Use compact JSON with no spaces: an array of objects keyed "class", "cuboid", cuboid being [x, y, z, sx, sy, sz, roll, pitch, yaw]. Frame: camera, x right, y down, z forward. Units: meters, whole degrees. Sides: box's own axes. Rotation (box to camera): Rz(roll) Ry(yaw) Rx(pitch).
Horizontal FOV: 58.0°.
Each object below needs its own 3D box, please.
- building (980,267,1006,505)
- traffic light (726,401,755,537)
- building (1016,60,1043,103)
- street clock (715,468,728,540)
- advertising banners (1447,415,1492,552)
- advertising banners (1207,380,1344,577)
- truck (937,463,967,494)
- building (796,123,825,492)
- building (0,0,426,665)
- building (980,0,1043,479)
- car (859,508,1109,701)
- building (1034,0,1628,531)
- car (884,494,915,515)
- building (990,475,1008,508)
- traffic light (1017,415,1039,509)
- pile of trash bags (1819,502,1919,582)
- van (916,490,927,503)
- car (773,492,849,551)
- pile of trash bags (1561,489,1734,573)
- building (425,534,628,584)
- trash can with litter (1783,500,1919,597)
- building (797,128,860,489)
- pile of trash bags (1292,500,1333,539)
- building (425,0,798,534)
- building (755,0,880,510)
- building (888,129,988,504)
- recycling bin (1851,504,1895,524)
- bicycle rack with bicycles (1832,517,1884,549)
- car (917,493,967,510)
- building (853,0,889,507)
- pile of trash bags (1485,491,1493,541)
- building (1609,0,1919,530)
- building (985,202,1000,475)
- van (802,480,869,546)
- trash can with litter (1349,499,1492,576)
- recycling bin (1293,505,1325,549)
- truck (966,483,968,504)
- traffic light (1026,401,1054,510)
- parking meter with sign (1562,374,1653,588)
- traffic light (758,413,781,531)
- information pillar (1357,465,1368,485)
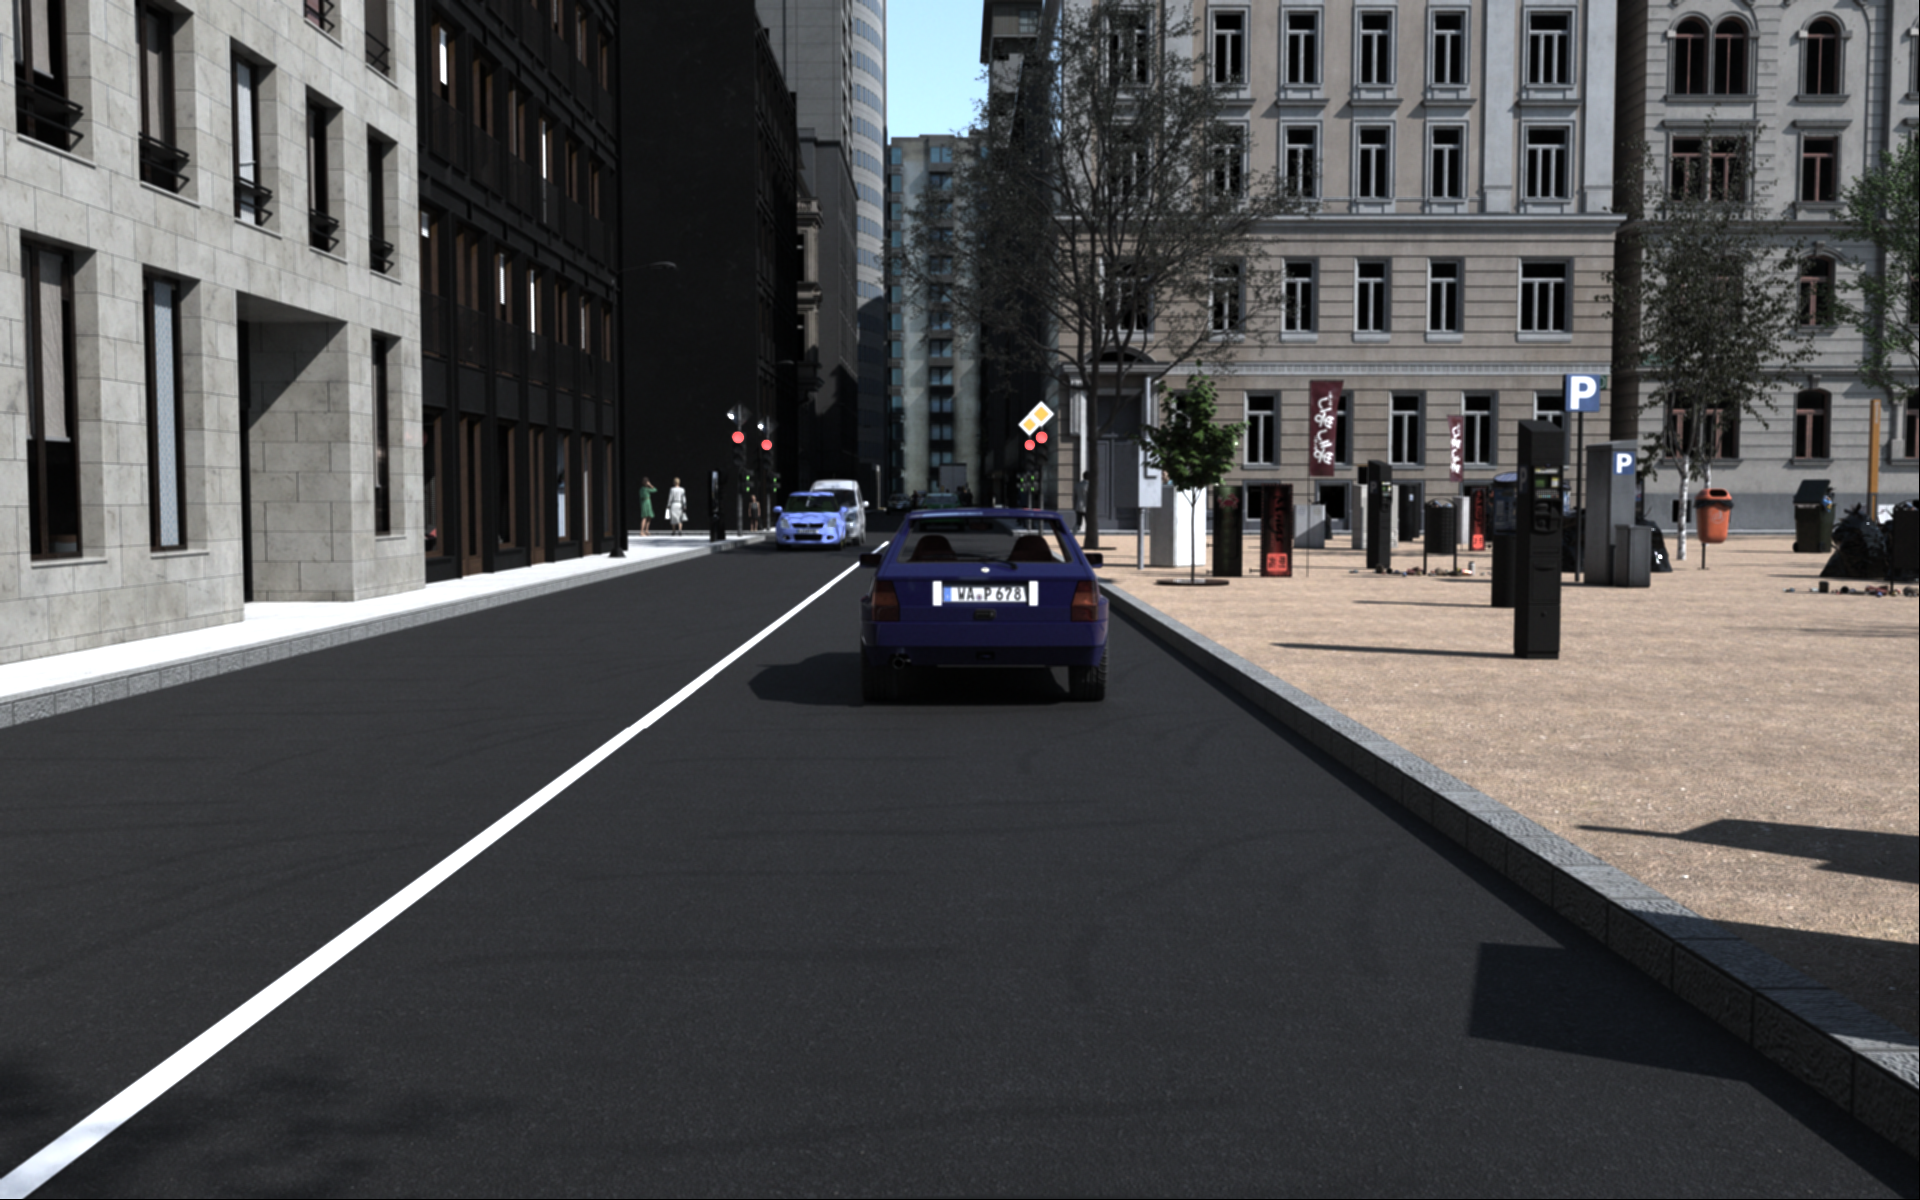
[{"class":"building","cuboid":[9.377,-26.469,204.466,14.160,30.474,14.107,0,4,0]},{"class":"traffic light","cuboid":[-6.632,-3.872,52.236,0.839,4.253,0.868,0,4,0]},{"class":"building","cuboid":[9.803,-16.576,90.079,14.314,24.678,30.058,0,4,0]},{"class":"street clock","cuboid":[-6.668,-2.674,48.286,0.358,2.002,0.471,-3,4,-37]},{"class":"advertising banners","cuboid":[11.626,-2.605,38.784,2.074,3.025,0.090,-2,4,-30]},{"class":"advertising banners","cuboid":[4.849,-1.863,26.644,2.074,3.025,0.090,0,4,0]},{"class":"truck","cuboid":[-0.737,-10.600,162.216,2.839,4.237,11.283,0,4,-1]},{"class":"building","cuboid":[-14.599,-16.729,92.602,14.460,24.649,34.723,0,4,0]},{"class":"building","cuboid":[-12.376,-9.764,14.392,10.420,20.320,16.860,0,4,0]},{"class":"building","cuboid":[16.644,-36.294,182.649,28.713,52.752,27.495,0,4,0]},{"class":"car","cuboid":[0.168,-0.048,13.358,1.945,1.354,3.894,0,3,0]},{"class":"building","cuboid":[13.044,-17.127,65.935,20.117,28.700,13.634,0,4,0]},{"class":"car","cuboid":[-4.220,-6.650,120.526,2.131,1.459,4.920,0,4,-2]},{"class":"building","cuboid":[18.970,-28.469,157.345,32.217,40.220,23.993,0,4,0]},{"class":"traffic light","cuboid":[2.394,-4.364,60.276,0.839,4.253,0.868,0,4,0]},{"class":"pile of trash bags","cuboid":[14.416,-0.966,25.552,1.912,1.369,3.447,-1,4,-9]},{"class":"van","cuboid":[-4.344,-11.288,191.575,2.013,2.044,4.112,0,4,-2]},{"class":"car","cuboid":[-3.846,-2.162,44.948,1.945,1.707,3.694,0,4,-2]},{"class":"pile of trash bags","cuboid":[11.288,-1.184,29.115,3.447,1.369,1.912,0,4,-5]},{"class":"building","cuboid":[-13.661,-12.297,30.726,12.332,23.373,15.834,0,4,0]},{"class":"trash can with litter","cuboid":[11.840,-0.683,22.231,2.233,1.210,1.678,3,4,38]},{"class":"building","cuboid":[-14.876,-20.154,123.023,14.314,27.812,24.014,0,4,0]},{"class":"pile of trash bags","cuboid":[9.094,-2.469,50.122,3.447,1.369,1.912,1,4,19]},{"class":"building","cuboid":[-13.186,-14.531,67.258,12.332,23.373,15.834,0,4,0]},{"class":"building","cuboid":[-17.197,-43.201,144.595,20.563,71.187,20.611,0,4,0]},{"class":"building","cuboid":[3.929,-37.341,230.125,30.456,49.044,23.786,0,4,0]},{"class":"recycling bin","cuboid":[21.961,-1.782,41.689,0.722,1.027,0.722,-2,4,-28]},{"class":"bicycle rack with bicycles","cuboid":[21.605,-1.569,39.028,2.852,0.926,2.925,-2,4,-27]},{"class":"car","cuboid":[-0.707,-3.636,68.251,1.959,1.807,4.718,0,4,-1]},{"class":"building","cuboid":[-18.071,-38.370,169.344,21.231,58.520,28.212,0,4,0]},{"class":"pile of trash bags","cuboid":[15.236,-2.368,48.463,1.912,1.369,3.447,0,4,6]},{"class":"building","cuboid":[34.878,-17.072,66.513,23.554,28.519,14.401,0,4,0]},{"class":"building","cuboid":[9.127,-18.411,120.078,14.314,24.678,30.058,0,4,0]},{"class":"van","cuboid":[-3.581,-2.585,49.269,2.013,2.044,4.112,0,4,-1]},{"class":"trash can with litter","cuboid":[7.350,-1.016,27.668,2.233,1.210,1.678,3,5,39]},{"class":"recycling bin","cuboid":[8.270,-1.744,41.064,0.722,1.027,0.722,1,4,10]},{"class":"truck","cuboid":[-0.405,-12.658,196.720,2.967,4.110,18.799,0,4,-1]},{"class":"traffic light","cuboid":[2.429,-3.876,52.291,0.839,4.253,0.868,0,4,0]},{"class":"parking meter with sign","cuboid":[9.167,-1.723,24.440,0.543,3.016,1.738,-1,4,-9]},{"class":"traffic light","cuboid":[-6.667,-4.361,60.221,0.839,4.253,0.868,0,4,0]},{"class":"information pillar","cuboid":[10.237,-2.418,44.026,0.304,2.012,0.304,1,4,17]}]
